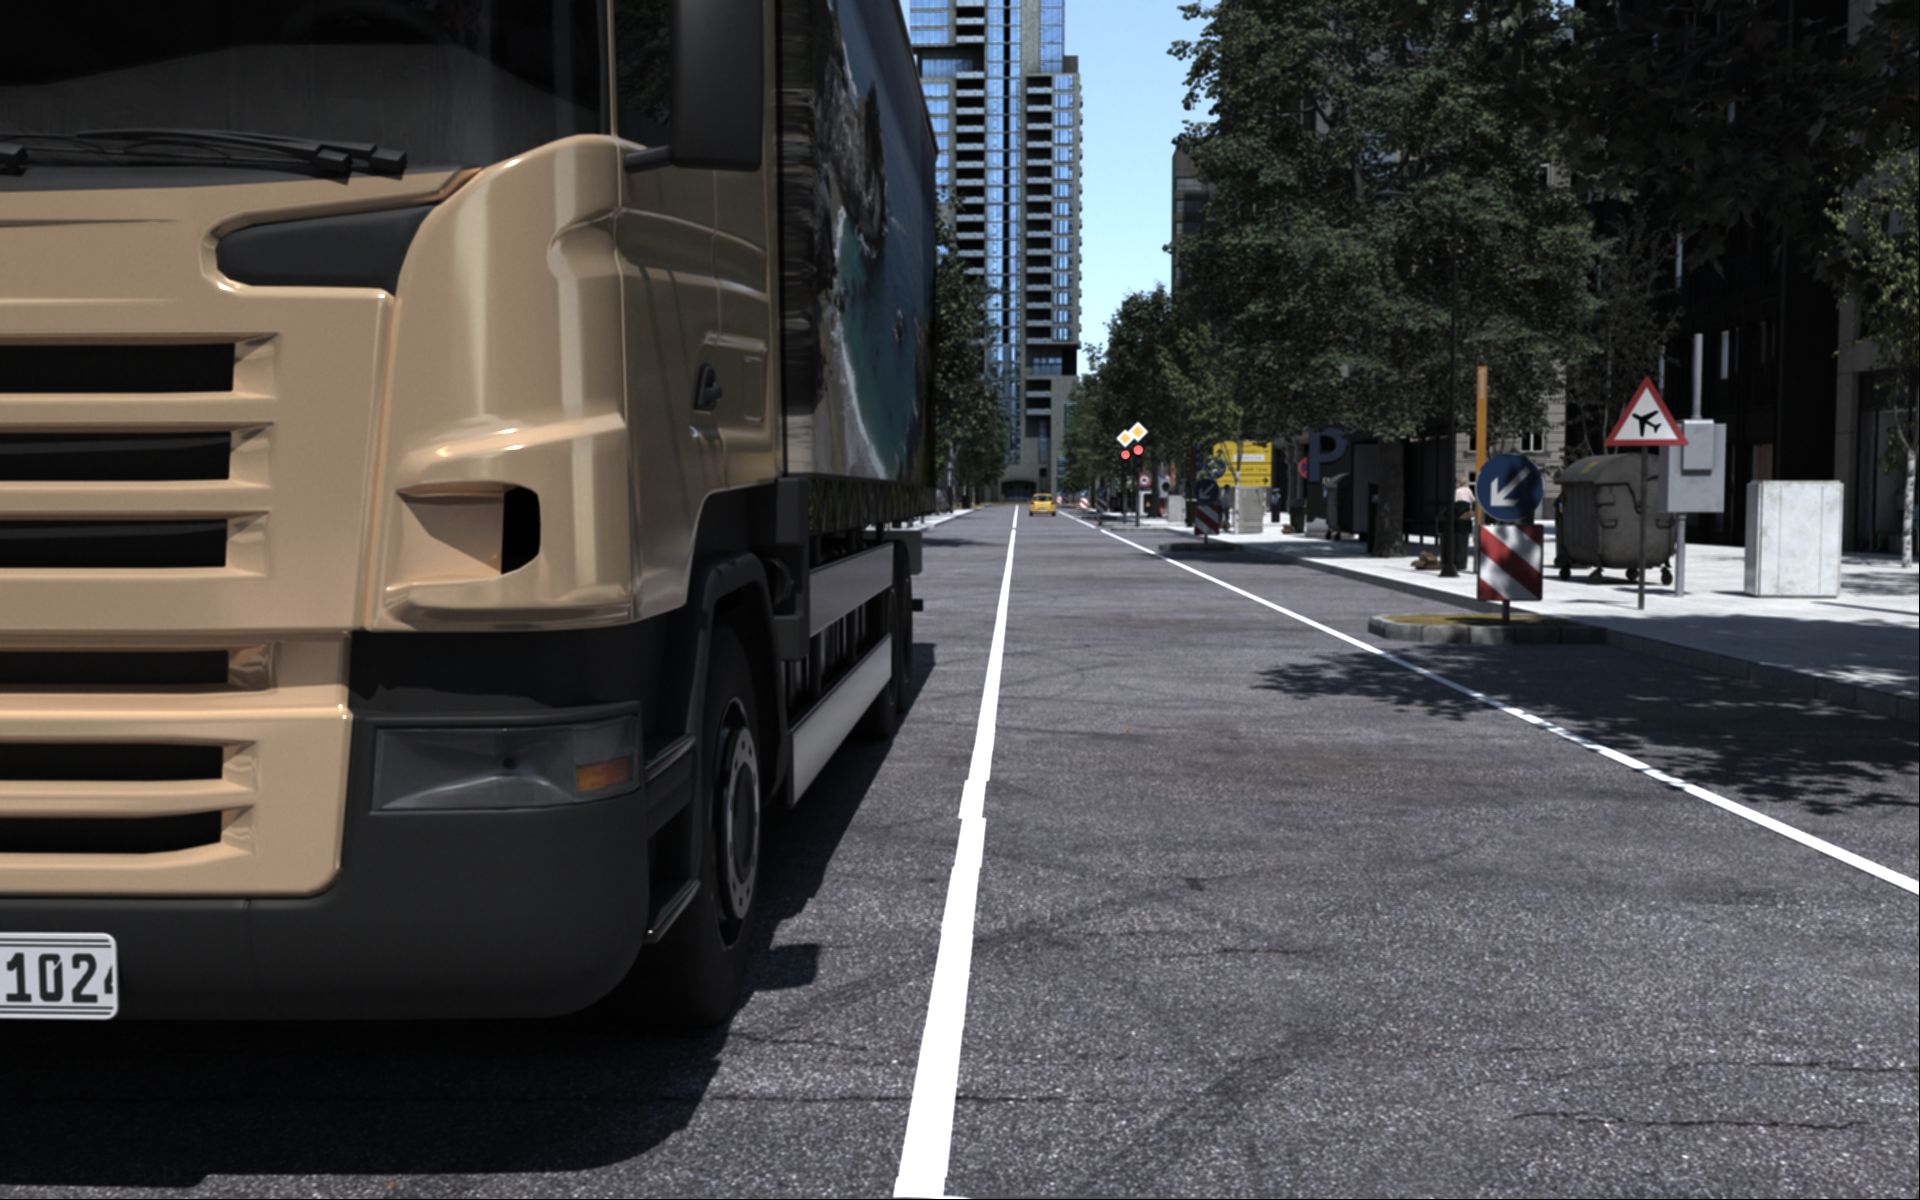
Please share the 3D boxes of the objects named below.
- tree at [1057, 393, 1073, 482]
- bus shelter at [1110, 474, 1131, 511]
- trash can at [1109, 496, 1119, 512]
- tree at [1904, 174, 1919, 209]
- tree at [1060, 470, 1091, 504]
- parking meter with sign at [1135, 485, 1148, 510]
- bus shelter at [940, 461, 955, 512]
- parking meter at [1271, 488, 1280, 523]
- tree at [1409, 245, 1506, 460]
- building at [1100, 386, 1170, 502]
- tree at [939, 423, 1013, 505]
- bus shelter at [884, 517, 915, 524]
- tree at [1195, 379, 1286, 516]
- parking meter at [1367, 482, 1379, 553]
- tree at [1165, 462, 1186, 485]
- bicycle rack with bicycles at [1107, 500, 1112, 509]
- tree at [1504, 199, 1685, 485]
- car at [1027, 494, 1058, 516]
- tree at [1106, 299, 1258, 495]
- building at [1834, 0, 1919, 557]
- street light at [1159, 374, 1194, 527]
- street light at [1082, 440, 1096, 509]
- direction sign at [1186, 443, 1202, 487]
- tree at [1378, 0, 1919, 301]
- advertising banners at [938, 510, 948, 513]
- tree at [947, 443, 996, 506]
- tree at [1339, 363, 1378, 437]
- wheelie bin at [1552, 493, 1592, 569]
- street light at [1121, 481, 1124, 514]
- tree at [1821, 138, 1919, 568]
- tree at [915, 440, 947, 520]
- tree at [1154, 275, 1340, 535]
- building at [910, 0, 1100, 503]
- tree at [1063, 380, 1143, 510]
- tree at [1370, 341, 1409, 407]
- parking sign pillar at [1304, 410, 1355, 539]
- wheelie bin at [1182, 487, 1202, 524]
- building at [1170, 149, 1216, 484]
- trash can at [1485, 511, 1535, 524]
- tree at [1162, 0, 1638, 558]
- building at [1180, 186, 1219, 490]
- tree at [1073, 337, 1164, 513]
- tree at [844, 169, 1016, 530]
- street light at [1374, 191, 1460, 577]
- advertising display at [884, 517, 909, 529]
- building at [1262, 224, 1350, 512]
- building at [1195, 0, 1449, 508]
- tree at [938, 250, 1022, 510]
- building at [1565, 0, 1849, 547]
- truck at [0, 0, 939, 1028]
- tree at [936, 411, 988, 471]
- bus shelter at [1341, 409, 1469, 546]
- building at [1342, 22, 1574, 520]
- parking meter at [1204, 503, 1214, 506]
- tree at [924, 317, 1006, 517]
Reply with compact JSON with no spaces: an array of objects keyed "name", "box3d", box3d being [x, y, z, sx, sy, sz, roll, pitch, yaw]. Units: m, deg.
[{"name":"tree","box3d":[13.373,-15.454,170.800,7.486,12.596,7.792,0,3,0]},{"name":"bus shelter","box3d":[12.267,-8.386,131.028,2.014,3.302,5.546,0,4,2]},{"name":"trash can","box3d":[10.989,-6.839,123.471,0.748,1.137,0.748,0,3,0]},{"name":"tree","box3d":[14.669,-5.198,19.396,7.601,10.594,8.767,0,4,1]},{"name":"tree","box3d":[14.581,-14.788,225.492,4.285,4.588,4.351,0,3,0]},{"name":"parking meter with sign","box3d":[13.530,-8.034,127.618,1.738,3.016,0.543,1,4,10]},{"name":"bus shelter","box3d":[-1.357,-8.111,123.894,1.731,3.624,6.357,0,4,2]},{"name":"parking meter","box3d":[14.248,-4.266,78.160,0.372,1.533,0.369,0,3,0]},{"name":"tree","box3d":[15.475,-6.095,50.021,4.360,8.622,3.978,0,3,0]},{"name":"building","box3d":[35.454,-25.259,258.022,28.899,21.520,27.650,0,4,2]},{"name":"tree","box3d":[2.207,-18.726,212.831,9.857,13.997,8.962,0,3,0]},{"name":"bus shelter","box3d":[-3.126,-6.227,79.445,2.179,5.291,8.768,0,4,2]},{"name":"tree","box3d":[17.708,-9.697,108.913,4.360,8.622,3.978,0,3,0]},{"name":"parking meter","box3d":[9.067,-1.793,37.728,0.372,1.533,0.369,0,3,0]},{"name":"tree","box3d":[19.870,-11.955,145.823,4.360,8.622,3.978,0,3,0]},{"name":"bicycle rack with bicycles","box3d":[13.066,-8.070,145.334,2.925,0.926,2.852,3,5,43]},{"name":"tree","box3d":[16.405,-5.718,43.855,4.360,8.622,3.978,0,3,0]},{"name":"car","box3d":[5.402,-6.315,113.473,2.015,1.641,3.980,0,4,2]},{"name":"tree","box3d":[10.558,-9.022,81.921,7.601,10.594,8.767,0,4,-4]},{"name":"building","box3d":[28.684,-13.240,20.983,19.350,26.468,34.151,0,4,2]},{"name":"street light","box3d":[8.389,-5.781,67.068,1.470,5.913,1.316,0,4,2]},{"name":"street light","box3d":[11.110,-10.854,150.007,1.470,5.913,1.316,0,4,2]},{"name":"direction sign","box3d":[10.342,-5.188,76.828,0.379,3.537,0.876,-3,4,-36]},{"name":"tree","box3d":[7.374,-5.582,8.274,9.611,12.733,9.660,0,3,0]},{"name":"advertising banners","box3d":[-1.565,-7.419,117.494,0.090,3.025,2.074,-3,5,-43]},{"name":"tree","box3d":[1.535,-14.054,180.152,4.360,8.622,3.978,0,3,0]},{"name":"tree","box3d":[17.952,-8.115,83.044,4.737,8.622,4.395,0,3,0]},{"name":"wheelie bin","box3d":[10.630,-1.344,29.875,0.693,1.594,0.980,2,4,29]},{"name":"street light","box3d":[9.826,-8.393,109.772,1.470,5.913,1.316,0,4,2]},{"name":"tree","box3d":[16.640,-4.857,29.773,4.737,8.622,4.395,0,3,0]},{"name":"tree","box3d":[-2.114,-6.342,87.412,4.285,4.588,4.351,0,3,0]},{"name":"tree","box3d":[8.583,-6.387,54.788,4.737,8.622,4.395,0,3,0]},{"name":"building","box3d":[4.723,-57.560,253.773,31.000,86.520,22.319,0,4,2]},{"name":"tree","box3d":[12.023,-13.245,142.304,9.928,11.665,9.643,0,3,0]},{"name":"tree","box3d":[16.048,-6.574,57.851,4.360,8.622,3.978,0,3,0]},{"name":"parking sign pillar","box3d":[10.796,-3.794,50.504,1.447,3.967,1.447,1,4,22]},{"name":"wheelie bin","box3d":[10.066,-4.094,74.841,0.980,1.594,0.693,1,4,19]},{"name":"building","box3d":[32.112,-32.025,207.202,14.154,41.232,14.086,0,4,2]},{"name":"trash can","box3d":[10.110,-1.212,31.467,0.748,1.137,0.748,0,3,0]},{"name":"tree","box3d":[8.638,-7.836,34.769,9.857,13.997,8.962,0,3,0]},{"name":"building","box3d":[40.705,-30.339,187.927,32.217,40.220,23.993,0,4,2]},{"name":"tree","box3d":[11.716,-12.228,118.049,7.486,12.596,7.792,0,3,0]},{"name":"tree","box3d":[-3.179,-7.960,47.148,9.611,12.733,9.660,0,3,0]},{"name":"street light","box3d":[7.034,-3.310,26.667,1.470,5.913,1.316,0,4,2]},{"name":"advertising display","box3d":[-2.361,-3.622,64.425,0.974,1.923,0.123,0,4,4]},{"name":"building","box3d":[27.867,-17.044,129.576,10.553,20.767,40.483,0,4,2]},{"name":"building","box3d":[33.974,-44.446,164.935,20.563,71.187,20.611,0,4,2]},{"name":"tree","box3d":[-1.497,-17.014,134.067,12.611,20.169,13.585,0,3,0]},{"name":"building","box3d":[25.267,-13.285,46.889,12.332,23.373,15.834,0,4,2]},{"name":"truck","box3d":[-1.627,-1.173,8.088,2.839,4.237,11.283,0,4,2]},{"name":"tree","box3d":[-1.017,-13.069,148.084,7.601,10.594,8.767,1,4,17]},{"name":"bus shelter","box3d":[11.144,-3.051,43.814,2.014,3.302,5.546,0,4,2]},{"name":"building","box3d":[33.452,-17.900,89.927,25.104,27.353,12.463,0,4,2]},{"name":"parking meter","box3d":[8.293,-3.021,57.809,0.372,1.533,0.369,0,3,0]},{"name":"tree","box3d":[-2.449,-11.461,97.763,12.009,13.543,11.850,0,3,0]}]
